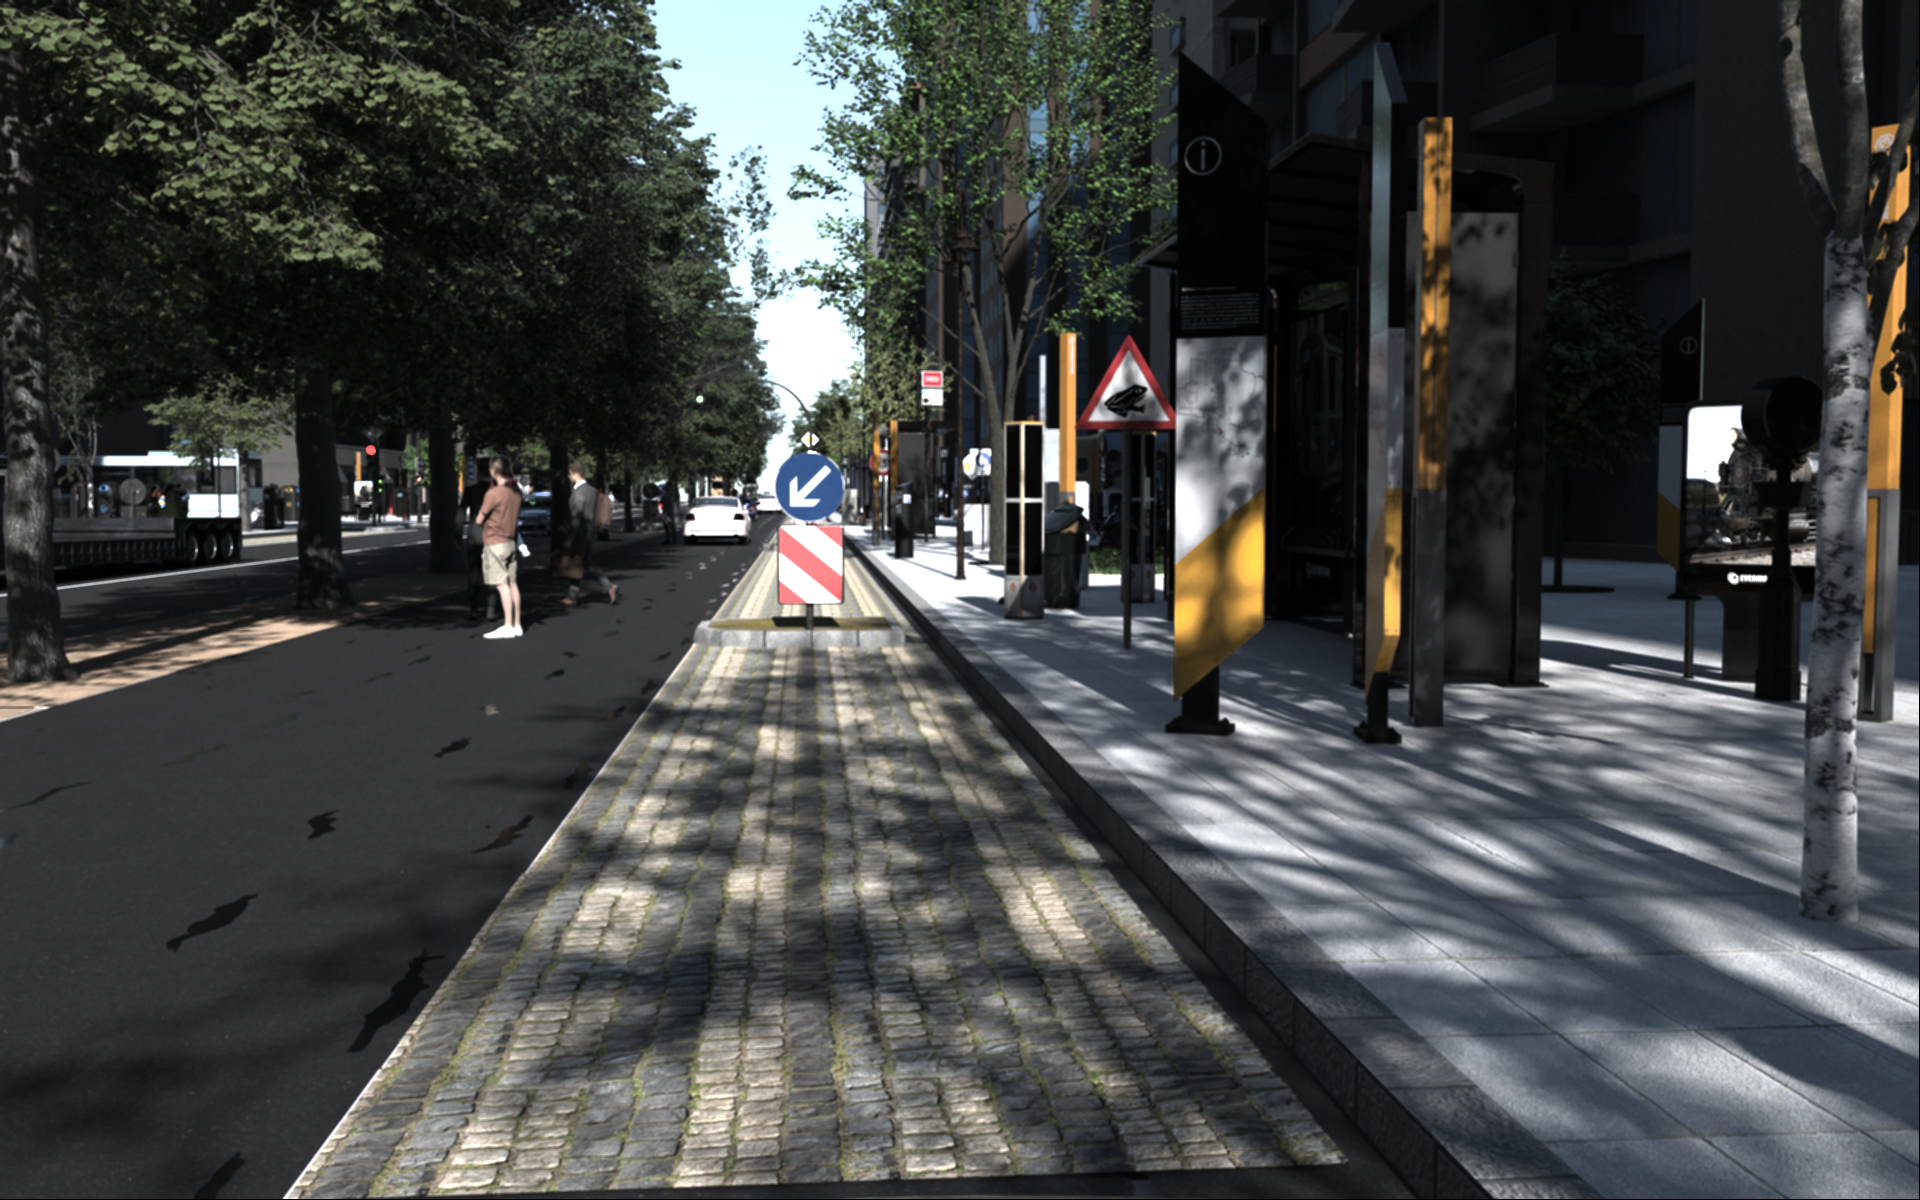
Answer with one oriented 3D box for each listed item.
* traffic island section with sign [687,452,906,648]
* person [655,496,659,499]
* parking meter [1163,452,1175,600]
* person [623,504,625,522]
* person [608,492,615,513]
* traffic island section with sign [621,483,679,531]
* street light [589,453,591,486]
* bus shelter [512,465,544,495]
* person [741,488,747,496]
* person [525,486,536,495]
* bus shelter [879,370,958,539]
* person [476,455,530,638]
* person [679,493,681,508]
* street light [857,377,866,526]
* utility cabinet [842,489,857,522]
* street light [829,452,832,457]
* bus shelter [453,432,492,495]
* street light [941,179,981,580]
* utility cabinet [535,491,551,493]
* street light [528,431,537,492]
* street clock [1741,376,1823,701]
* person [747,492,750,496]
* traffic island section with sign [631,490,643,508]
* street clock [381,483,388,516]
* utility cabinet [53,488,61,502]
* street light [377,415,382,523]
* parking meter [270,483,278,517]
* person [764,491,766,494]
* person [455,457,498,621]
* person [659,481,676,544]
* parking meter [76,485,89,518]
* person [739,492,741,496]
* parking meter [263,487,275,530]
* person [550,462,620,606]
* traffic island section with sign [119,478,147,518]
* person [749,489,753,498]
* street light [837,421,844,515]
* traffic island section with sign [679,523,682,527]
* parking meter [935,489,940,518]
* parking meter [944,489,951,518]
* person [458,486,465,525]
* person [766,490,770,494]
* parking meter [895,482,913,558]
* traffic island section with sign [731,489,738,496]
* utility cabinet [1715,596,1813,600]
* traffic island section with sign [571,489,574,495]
[{"bbox_3d":[-1.582,-0.512,16.997,1.989,1.847,2.006,0,4,-5],"label":"traffic island section with sign"},{"bbox_3d":[-31.521,-10.513,181.093,0.721,1.736,1.217,-3,5,-41],"label":"person"},{"bbox_3d":[2.651,-0.923,20.799,0.255,1.863,0.399,-2,4,-35],"label":"parking meter"},{"bbox_3d":[-17.283,-4.708,89.748,0.394,1.301,0.425,-2,4,-32],"label":"person"},{"bbox_3d":[-27.046,-7.580,134.240,0.589,1.601,0.330,0,4,-5],"label":"person"},{"bbox_3d":[-12.312,-3.700,68.629,2.006,1.907,1.989,0,4,-5],"label":"traffic island section with sign"},{"bbox_3d":[-32.472,-10.977,152.258,0.468,5.910,1.993,0,4,-5],"label":"street light"},{"bbox_3d":[-31.198,-7.962,124.109,2.014,3.302,5.546,0,4,-5],"label":"bus shelter"},{"bbox_3d":[-14.537,-6.599,116.408,0.388,1.821,0.555,2,4,24],"label":"person"},{"bbox_3d":[-19.419,-4.277,78.673,0.600,1.795,0.529,3,4,38],"label":"person"},{"bbox_3d":[-1.396,-4.656,53.756,2.179,5.291,8.768,0,4,-5],"label":"bus shelter"},{"bbox_3d":[-4.602,-0.547,17.425,0.573,1.828,0.580,-2,4,-33],"label":"person"},{"bbox_3d":[-29.386,-10.446,180.768,0.415,1.643,0.593,-3,4,-37],"label":"person"},{"bbox_3d":[-3.803,-5.864,68.669,0.468,5.910,1.993,0,4,-5],"label":"street light"},{"bbox_3d":[-4.978,-4.225,77.757,0.318,1.500,1.173,-2,4,-25],"label":"utility cabinet"},{"bbox_3d":[-11.232,-10.929,151.482,0.468,5.910,1.993,0,4,-5],"label":"street light"},{"bbox_3d":[-28.491,-7.514,100.482,2.179,5.291,8.768,0,4,-5],"label":"bus shelter"},{"bbox_3d":[0.008,-3.245,25.838,0.468,5.910,1.993,0,4,-5],"label":"street light"},{"bbox_3d":[-31.331,-7.431,130.169,1.173,1.500,0.318,-3,5,-39],"label":"utility cabinet"},{"bbox_3d":[-29.484,-8.989,119.765,0.468,5.910,1.993,0,4,-5],"label":"street light"},{"bbox_3d":[5.106,-0.378,10.757,0.471,2.002,0.358,-1,4,-12],"label":"street clock"},{"bbox_3d":[-31.393,-15.105,256.168,1.217,1.736,0.721,-3,5,-44],"label":"person"},{"bbox_3d":[-32.475,-10.180,175.072,1.989,1.847,2.006,0,4,-5],"label":"traffic island section with sign"},{"bbox_3d":[-34.433,-6.049,103.474,0.358,2.002,0.471,2,4,33],"label":"street clock"},{"bbox_3d":[-34.816,-3.492,65.778,1.173,1.500,0.318,-1,4,-20],"label":"utility cabinet"},{"bbox_3d":[-25.687,-6.341,76.469,0.468,5.910,1.993,0,4,-5],"label":"street light"},{"bbox_3d":[-37.567,-5.459,94.970,0.399,1.863,0.255,-3,5,-43],"label":"parking meter"},{"bbox_3d":[-22.687,-11.848,202.227,1.348,1.822,0.705,3,4,38],"label":"person"},{"bbox_3d":[-5.402,-0.692,19.595,0.659,1.850,0.755,-1,4,-21],"label":"person"},{"bbox_3d":[-8.379,-2.496,49.489,0.511,1.800,0.466,2,4,27],"label":"person"},{"bbox_3d":[-24.867,-2.494,49.188,0.372,1.533,0.369,0,3,0],"label":"parking meter"},{"bbox_3d":[-38.807,-18.084,304.892,1.217,1.735,0.721,-3,5,-39],"label":"person"},{"bbox_3d":[-24.655,-3.264,61.780,0.372,1.533,0.369,0,3,0],"label":"parking meter"},{"bbox_3d":[-4.779,-0.832,22.066,0.822,1.834,0.622,0,4,-3],"label":"person"},{"bbox_3d":[-20.621,-2.092,42.832,1.989,1.847,2.006,0,4,-5],"label":"traffic island section with sign"},{"bbox_3d":[-15.228,-7.174,125.801,0.388,1.821,0.555,-1,4,-20],"label":"person"},{"bbox_3d":[-7.405,-8.260,107.842,0.468,5.910,1.993,0,4,-5],"label":"street light"},{"bbox_3d":[-12.963,-4.151,76.007,2.006,1.907,1.989,0,4,-5],"label":"traffic island section with sign"},{"bbox_3d":[-1.309,-5.290,94.902,0.372,1.533,0.369,0,3,0],"label":"parking meter"},{"bbox_3d":[-0.680,-5.177,93.058,0.372,1.533,0.369,0,3,0],"label":"parking meter"},{"bbox_3d":[-22.962,-4.314,79.137,0.767,1.812,0.694,3,5,42],"label":"person"},{"bbox_3d":[-19.388,-10.189,175.181,1.348,1.812,0.705,0,4,4],"label":"person"},{"bbox_3d":[-1.126,-1.623,34.944,0.372,1.533,0.369,0,3,0],"label":"parking meter"},{"bbox_3d":[-19.675,-8.729,150.847,2.006,1.907,1.989,0,4,-5],"label":"traffic island section with sign"},{"bbox_3d":[9.773,-0.745,20.860,1.173,1.500,0.318,1,4,14],"label":"utility cabinet"},{"bbox_3d":[-27.952,-7.092,124.580,1.989,1.847,2.006,0,4,-5],"label":"traffic island section with sign"}]
